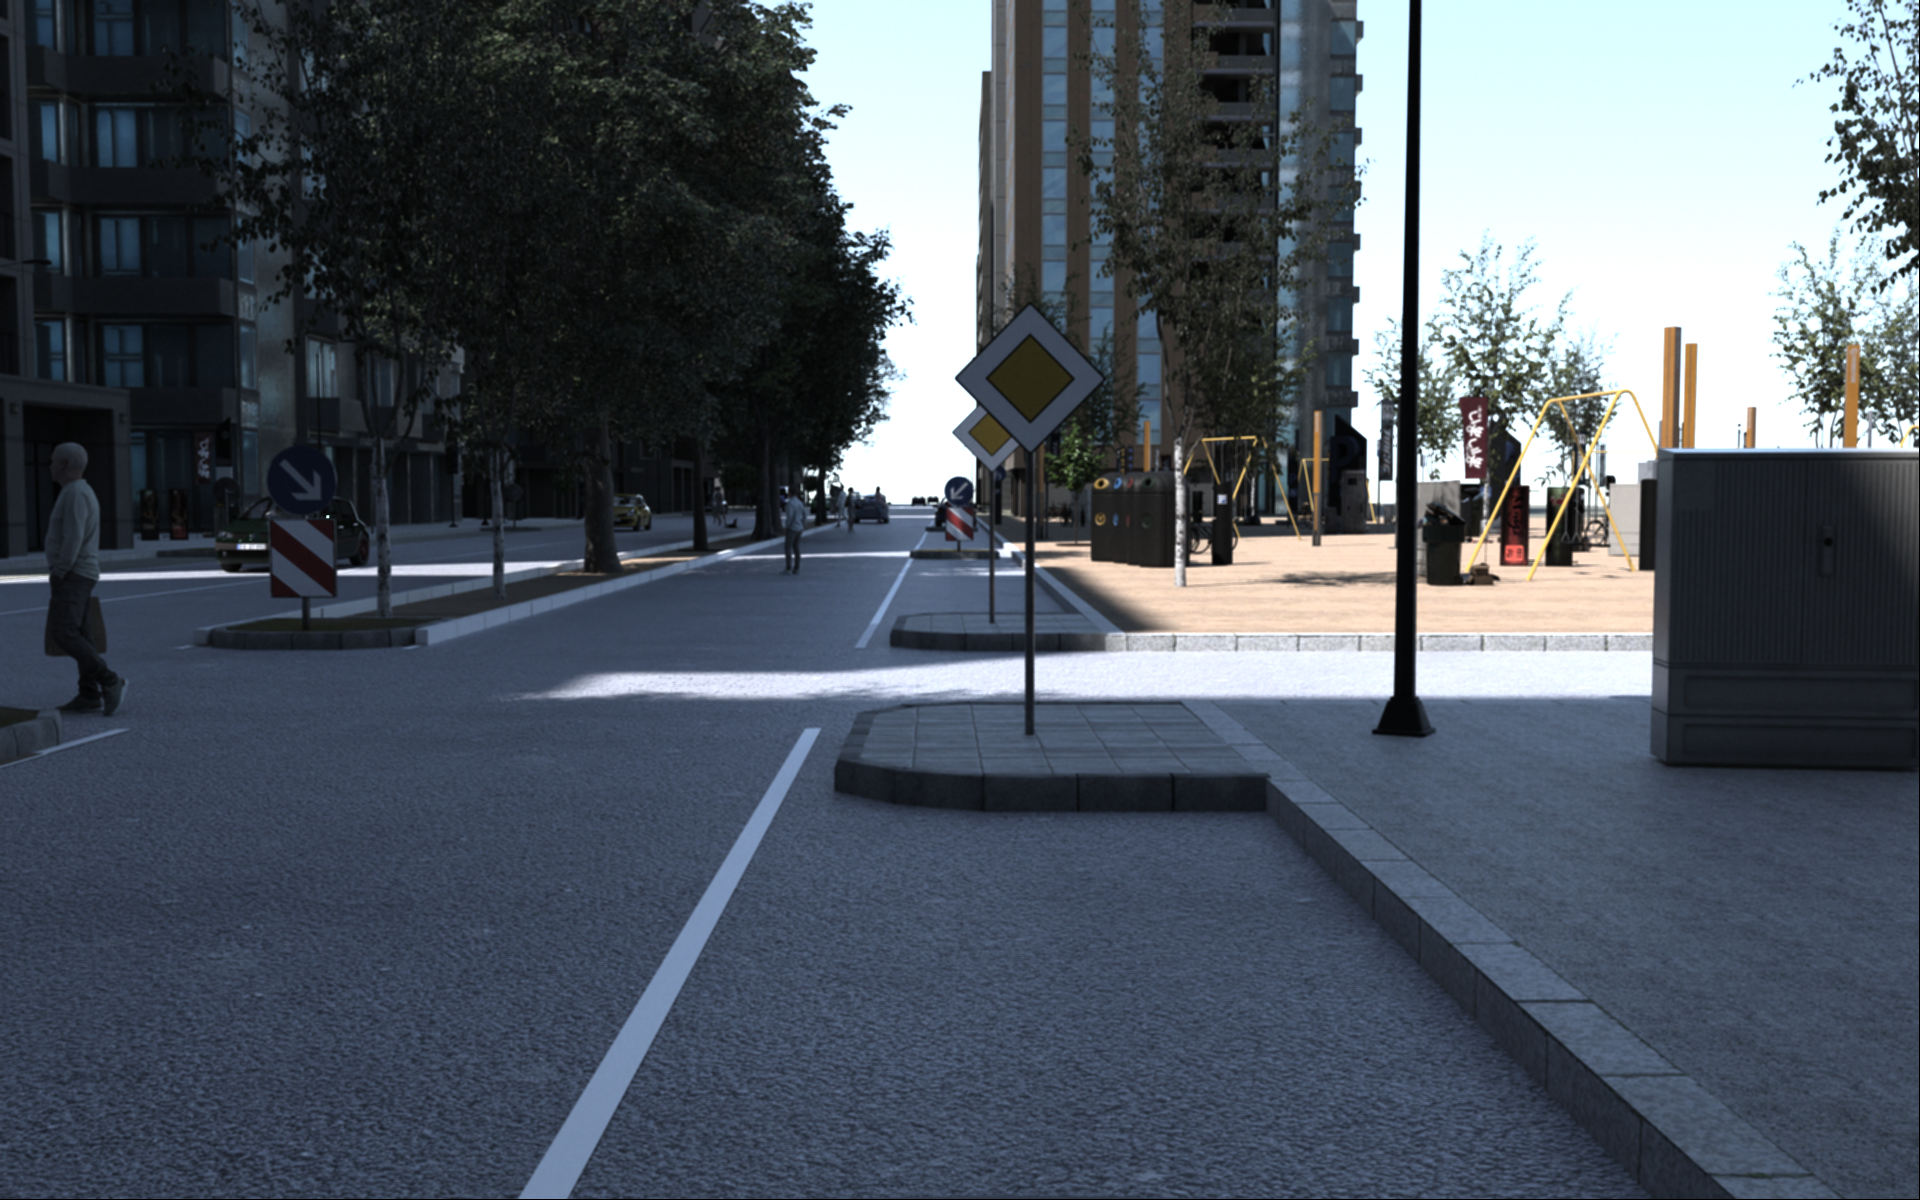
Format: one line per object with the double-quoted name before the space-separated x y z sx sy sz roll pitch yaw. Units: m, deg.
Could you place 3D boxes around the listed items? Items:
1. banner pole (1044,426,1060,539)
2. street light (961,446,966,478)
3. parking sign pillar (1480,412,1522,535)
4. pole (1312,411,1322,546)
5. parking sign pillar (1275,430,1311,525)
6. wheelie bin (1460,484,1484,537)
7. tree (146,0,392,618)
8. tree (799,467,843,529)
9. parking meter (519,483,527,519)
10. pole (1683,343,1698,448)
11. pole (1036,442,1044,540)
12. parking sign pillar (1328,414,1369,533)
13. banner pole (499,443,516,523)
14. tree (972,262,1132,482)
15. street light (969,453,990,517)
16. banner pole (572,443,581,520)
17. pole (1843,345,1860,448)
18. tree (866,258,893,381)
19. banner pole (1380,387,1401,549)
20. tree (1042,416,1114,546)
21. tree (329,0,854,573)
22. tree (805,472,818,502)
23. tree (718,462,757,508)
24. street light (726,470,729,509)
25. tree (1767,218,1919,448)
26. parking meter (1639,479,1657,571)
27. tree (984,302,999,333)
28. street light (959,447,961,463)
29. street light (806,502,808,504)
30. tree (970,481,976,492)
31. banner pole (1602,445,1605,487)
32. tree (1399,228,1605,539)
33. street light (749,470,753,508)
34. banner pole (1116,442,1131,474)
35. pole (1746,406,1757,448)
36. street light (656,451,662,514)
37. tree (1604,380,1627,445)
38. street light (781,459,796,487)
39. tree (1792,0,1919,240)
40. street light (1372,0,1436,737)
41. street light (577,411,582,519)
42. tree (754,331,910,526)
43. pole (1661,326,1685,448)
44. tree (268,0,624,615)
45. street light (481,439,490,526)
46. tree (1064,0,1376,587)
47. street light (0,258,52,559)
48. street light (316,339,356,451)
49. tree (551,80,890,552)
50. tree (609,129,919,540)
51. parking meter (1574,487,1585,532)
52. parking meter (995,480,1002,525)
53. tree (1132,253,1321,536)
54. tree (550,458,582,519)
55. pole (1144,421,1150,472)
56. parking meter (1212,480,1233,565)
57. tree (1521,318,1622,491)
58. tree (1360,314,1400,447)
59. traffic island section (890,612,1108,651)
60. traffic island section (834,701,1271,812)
"banner pole" 2.609 -3.620 49.204 0.401 3.779 0.863 -2 4 -33
"street light" 1.023 -9.818 133.070 1.470 5.913 1.316 0 4 0
"parking sign pillar" 16.974 -4.080 55.186 1.447 3.967 1.447 2 4 35
"pole" 8.781 -2.979 42.553 0.158 3.312 0.155 0 3 0
"parking sign pillar" 13.866 -5.111 72.030 1.447 3.967 1.447 1 4 11
"wheelie bin" 15.291 -2.691 51.900 0.980 1.594 0.693 0 3 0
"tree" -6.293 -4.017 18.503 4.360 8.622 3.978 0 3 0
"tree" -6.397 -7.230 71.024 4.360 8.622 3.978 0 3 0
"parking meter" -22.676 -5.140 89.752 0.399 1.863 0.255 1 4 15
"pole" 9.884 -1.814 23.498 0.158 3.312 0.155 0 3 0
"pole" 2.227 -3.326 48.225 0.158 3.312 0.155 0 3 0
"parking sign pillar" 12.914 -4.233 57.681 1.447 3.967 1.447 -3 4 -37
"banner pole" -19.814 -5.255 75.928 0.401 3.779 0.863 3 5 42
"tree" 2.452 -6.358 54.321 4.737 8.622 4.395 0 3 0
"street light" 1.299 -7.651 97.637 1.470 5.913 1.316 0 4 0
"banner pole" -19.036 -5.856 85.764 0.401 3.779 0.863 -1 4 -18
"pole" 12.211 -1.831 23.778 0.158 3.312 0.155 0 3 0
"tree" -6.861 -9.453 63.663 9.857 13.997 8.962 0 3 0
"banner pole" 10.097 -3.090 40.544 0.863 3.779 0.401 -2 4 -35
"tree" 2.763 -2.957 42.954 1.663 3.219 1.824 0 3 0
"tree" -6.465 -7.445 30.843 9.857 13.997 8.962 0 3 0
"tree" -21.683 -16.426 252.282 4.285 4.588 4.351 0 3 0
"tree" -20.743 -11.291 168.315 4.285 4.588 4.351 0 3 0
"street light" -19.294 -10.691 147.345 1.470 5.913 1.316 0 4 0
"tree" 23.925 -5.928 47.280 4.737 8.622 4.395 0 3 0
"parking meter" 11.633 -1.267 29.122 0.372 1.533 0.369 0 3 0
"tree" 2.646 -6.815 61.788 4.360 8.622 3.978 0 3 0
"street light" 0.862 -10.882 150.465 1.470 5.913 1.316 0 4 0
"street light" -19.700 -14.725 213.292 1.470 5.913 1.316 0 4 0
"tree" 1.108 -14.113 225.352 1.663 3.219 1.824 0 3 0
"banner pole" 28.373 -5.308 76.808 0.863 3.779 0.401 -3 4 -39
"tree" 15.148 -6.025 48.869 4.737 8.622 4.395 0 3 0
"street light" -19.352 -11.771 164.990 1.470 5.913 1.316 0 4 0
"banner pole" 7.907 -5.698 83.174 0.863 3.779 0.401 1 4 20
"pole" 18.437 -2.849 40.423 0.158 3.312 0.155 0 3 0
"street light" -19.001 -8.546 112.263 1.470 5.913 1.316 0 4 0
"tree" 28.642 -8.004 81.229 4.737 8.622 4.395 0 3 0
"street light" -19.618 -13.650 195.719 1.470 5.913 1.316 0 4 0
"tree" 11.279 -4.217 19.318 4.360 8.622 3.978 0 3 0
"street light" 1.846 -2.238 9.135 1.470 5.913 1.316 0 4 0
"street light" -18.814 -7.053 87.851 1.470 5.913 1.316 0 4 0
"tree" -6.410 -8.588 77.286 8.767 10.594 7.601 0 4 0
"pole" 8.683 -1.673 21.195 0.158 3.312 0.155 0 3 0
"tree" -6.224 -4.290 22.956 4.360 8.622 3.978 0 3 0
"street light" -18.820 -5.989 70.455 1.470 5.913 1.316 0 4 0
"tree" 3.139 -4.475 23.526 4.360 8.622 3.978 0 3 0
"street light" -18.587 -3.775 34.268 1.470 5.913 1.316 0 4 0
"street light" -18.665 -4.854 51.908 1.470 5.913 1.316 0 4 0
"tree" -6.574 -7.018 42.950 9.928 11.665 9.643 0 3 0
"tree" -6.074 -8.174 53.104 9.611 12.733 9.660 0 3 0
"parking meter" 20.915 -3.066 58.548 0.372 1.533 0.369 0 3 0
"parking meter" 1.530 -4.081 72.437 0.399 1.863 0.255 -1 4 -13
"tree" 8.594 -6.287 53.161 4.737 8.622 4.395 0 3 0
"tree" -20.457 -5.844 90.149 1.663 3.219 1.824 0 3 0
"pole" 5.237 -3.343 48.499 0.158 3.312 0.155 0 3 0
"parking meter" 4.769 -1.410 31.463 0.372 1.533 0.369 0 3 0
"tree" 25.921 -7.510 73.155 4.360 8.622 3.978 0 3 0
"tree" 17.559 -7.139 67.080 4.737 8.622 4.395 0 3 0
"traffic island section" 0.338 0.308 17.237 2.009 0.180 2.903 0 4 0
"traffic island section" 0.392 0.797 9.252 2.009 0.180 2.903 0 4 0
